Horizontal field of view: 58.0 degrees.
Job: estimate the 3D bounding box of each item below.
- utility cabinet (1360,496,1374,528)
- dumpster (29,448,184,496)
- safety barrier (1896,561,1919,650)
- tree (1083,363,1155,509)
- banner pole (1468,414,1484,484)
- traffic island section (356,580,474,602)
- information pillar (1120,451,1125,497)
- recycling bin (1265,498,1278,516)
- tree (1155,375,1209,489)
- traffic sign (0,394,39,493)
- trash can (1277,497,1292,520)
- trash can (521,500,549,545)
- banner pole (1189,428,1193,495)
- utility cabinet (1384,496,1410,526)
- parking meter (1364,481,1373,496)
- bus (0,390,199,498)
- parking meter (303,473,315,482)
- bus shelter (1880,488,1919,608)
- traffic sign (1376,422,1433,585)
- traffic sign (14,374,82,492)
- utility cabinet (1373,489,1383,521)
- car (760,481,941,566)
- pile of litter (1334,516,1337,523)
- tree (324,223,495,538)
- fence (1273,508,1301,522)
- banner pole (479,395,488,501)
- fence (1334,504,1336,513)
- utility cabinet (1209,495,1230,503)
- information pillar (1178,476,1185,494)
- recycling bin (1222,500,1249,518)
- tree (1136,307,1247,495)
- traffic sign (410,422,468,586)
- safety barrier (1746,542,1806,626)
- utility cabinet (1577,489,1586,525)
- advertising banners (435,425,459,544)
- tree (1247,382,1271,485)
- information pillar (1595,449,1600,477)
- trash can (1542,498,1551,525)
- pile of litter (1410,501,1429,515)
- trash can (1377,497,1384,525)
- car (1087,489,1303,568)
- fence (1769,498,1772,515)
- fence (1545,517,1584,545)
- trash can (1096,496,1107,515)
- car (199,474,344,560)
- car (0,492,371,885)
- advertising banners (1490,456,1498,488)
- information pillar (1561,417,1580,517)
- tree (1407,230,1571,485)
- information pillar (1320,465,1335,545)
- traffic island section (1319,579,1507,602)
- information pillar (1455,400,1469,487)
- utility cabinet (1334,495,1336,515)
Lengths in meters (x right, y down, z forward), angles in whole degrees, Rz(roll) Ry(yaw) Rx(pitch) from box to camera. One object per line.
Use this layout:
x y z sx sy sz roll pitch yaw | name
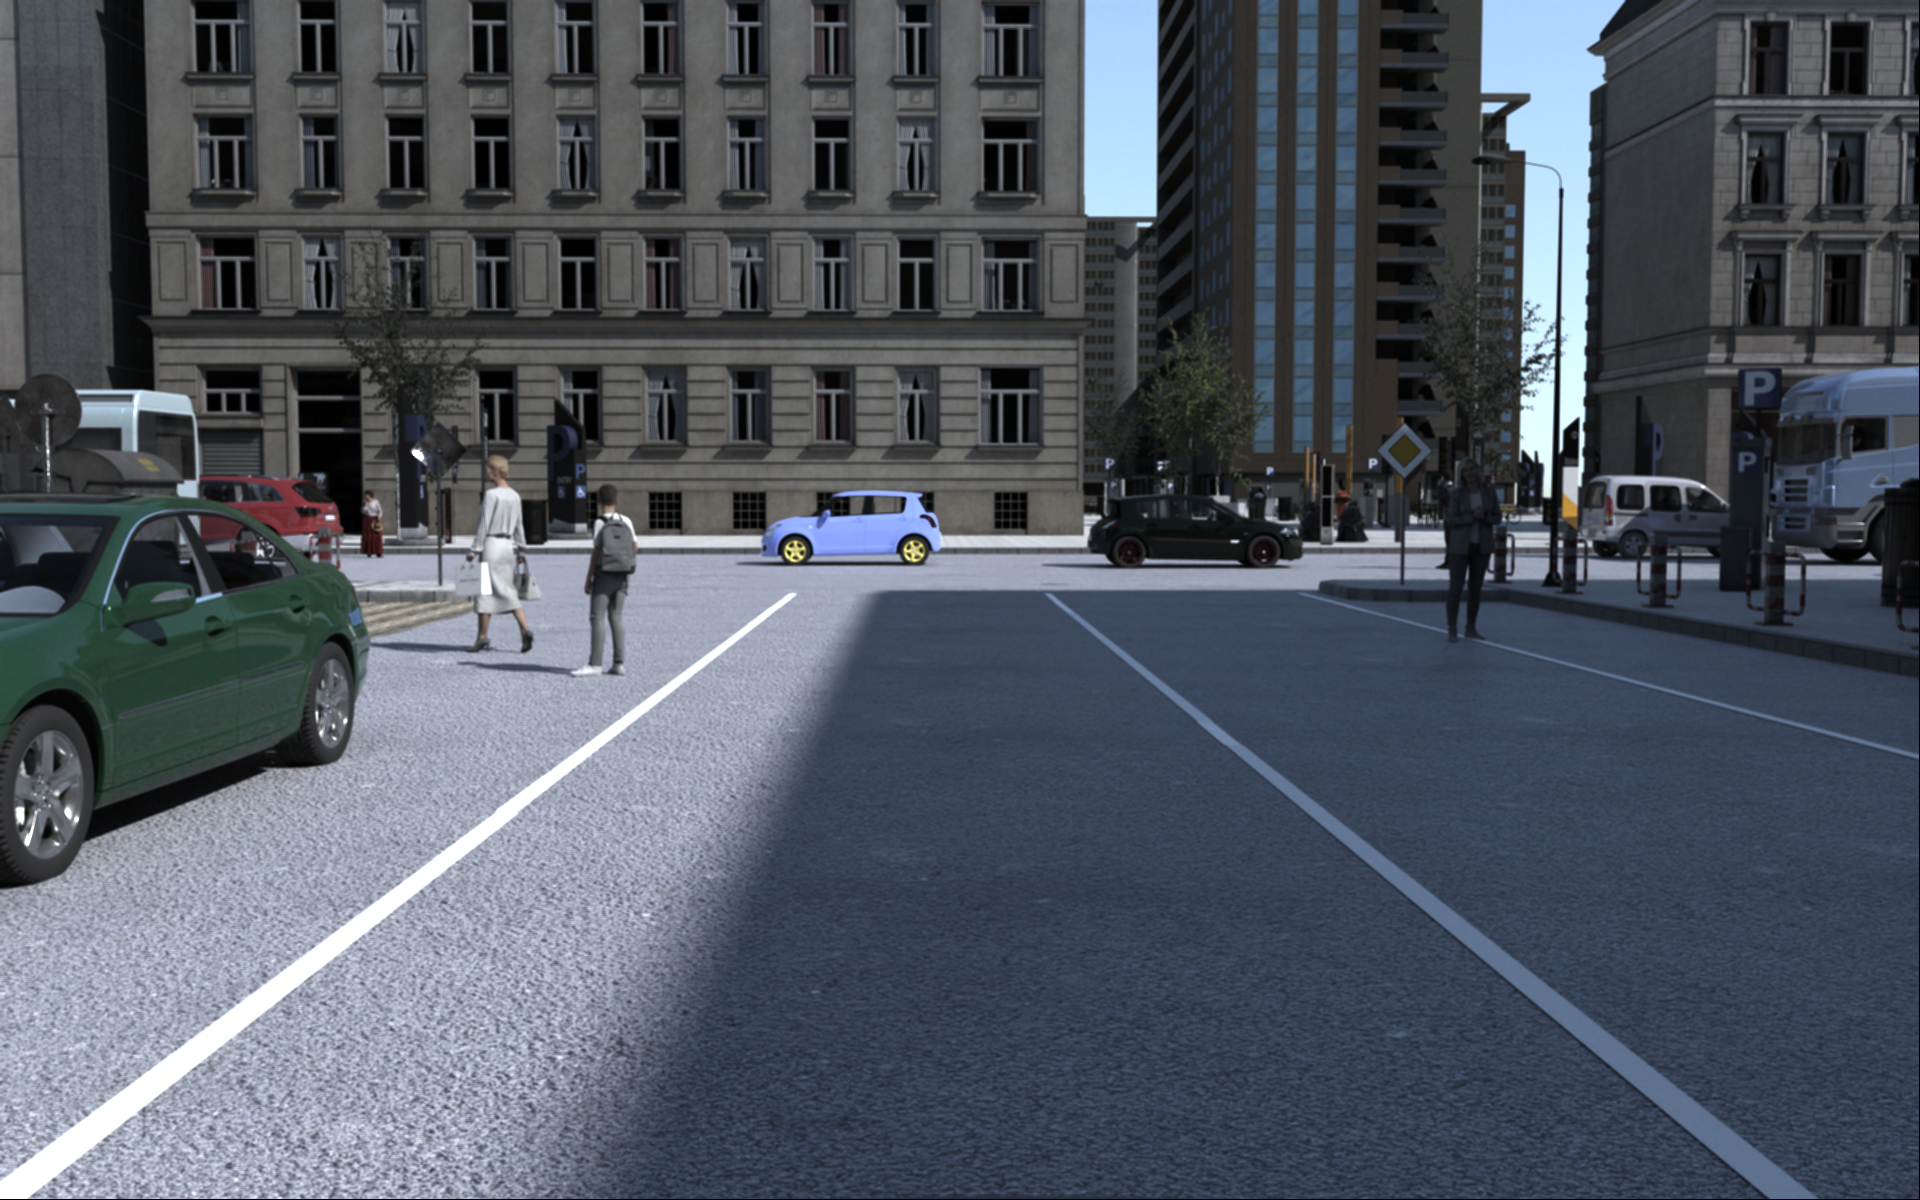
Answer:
15.436 -3.338 65.732 0.306 1.237 1.020 0 4 0 | utility cabinet
-11.232 -1.046 22.863 1.264 1.857 1.865 0 4 -1 | dumpster
8.016 0.003 14.220 0.300 0.817 1.120 0 4 -1 | safety barrier
8.489 -9.048 98.289 4.360 8.622 3.978 0 3 0 | tree
15.793 -3.866 53.230 0.401 3.779 0.863 -2 4 -29 | banner pole
-7.277 -0.117 24.191 2.009 0.180 2.903 0 4 -1 | traffic island section
8.935 -6.358 95.306 0.183 3.616 0.504 -1 4 -16 | information pillar
17.975 -5.352 100.052 0.722 1.027 0.722 1 4 15 | recycling bin
13.364 -9.621 107.657 4.360 8.622 3.978 0 3 0 | tree
-12.384 -1.375 22.490 0.884 2.594 0.081 0 4 4 | traffic sign
15.523 -4.351 82.791 0.748 1.137 0.748 0 3 0 | trash can
-10.790 -1.974 43.936 0.748 1.137 0.748 0 3 0 | trash can
8.710 -4.614 65.458 0.401 3.779 0.863 1 4 12 | banner pole
17.728 -3.617 70.307 1.020 1.237 0.306 1 4 13 | utility cabinet
18.827 -4.535 79.863 0.255 1.863 0.399 -1 4 -22 | parking meter
-20.985 -2.238 31.451 13.247 3.499 2.948 0 3 0 | bus
-18.214 -2.618 48.513 0.255 1.863 0.399 -2 4 -31 | parking meter
10.835 -2.326 15.662 2.179 5.291 8.768 0 4 -1 | bus shelter
6.238 -1.269 24.386 0.795 2.450 0.064 0 4 -1 | traffic sign
-9.673 -1.117 18.373 0.768 2.556 0.104 0 4 7 | traffic sign
19.376 -4.382 80.331 0.318 1.500 1.173 0 4 4 | utility cabinet
-2.226 -1.578 35.394 3.694 1.707 1.945 0 4 -2 | car
16.769 -3.911 77.908 1.176 0.858 1.719 0 4 7 | pile of litter
-15.397 -5.977 48.081 4.360 8.622 3.978 0 3 0 | tree
14.004 -3.493 72.492 2.069 0.683 0.278 3 5 39 | fence
-12.122 -3.315 44.220 0.401 3.779 0.863 0 4 -2 | banner pole
22.066 -5.206 100.492 2.069 0.683 0.278 -3 5 -40 | fence
11.771 -4.118 78.498 1.020 1.237 0.306 -2 4 -32 | utility cabinet
9.276 -4.145 72.259 0.304 2.012 0.304 -1 4 -15 | information pillar
8.077 -2.373 51.345 0.722 1.027 0.722 2 4 31 | recycling bin
8.985 -7.253 68.947 4.737 8.622 4.395 0 3 0 | tree
-7.254 -1.253 24.130 0.795 2.450 0.064 0 4 -1 | traffic sign
7.964 -0.162 16.922 0.300 0.817 1.120 0 4 -1 | safety barrier
25.829 -3.859 71.781 1.173 1.500 0.318 -1 4 -12 | utility cabinet
-13.342 -2.989 45.063 0.090 3.025 2.074 -2 4 -32 | advertising banners
12.248 -8.012 81.367 4.737 8.622 4.395 0 3 0 | tree
32.758 -5.964 88.869 0.183 3.616 0.504 -1 4 -20 | information pillar
24.338 -3.653 71.384 0.748 1.137 0.748 0 3 0 | trash can
28.856 -5.809 108.946 1.176 0.858 1.719 0 4 8 | pile of litter
17.750 -3.711 72.322 0.748 1.137 0.748 0 3 0 | trash can
4.623 -1.489 34.128 4.222 1.686 2.009 0 4 -1 | car
48.041 -5.656 103.681 2.264 1.192 0.480 3 5 40 | fence
15.592 -1.786 44.572 0.278 0.683 2.069 3 5 40 | fence
8.799 -5.850 107.304 0.748 1.137 0.748 0 3 0 | trash can
-15.079 -1.579 34.489 5.304 1.827 2.281 0 4 0 | car
-4.254 0.240 7.873 2.131 1.459 4.920 0 4 1 | car
24.268 -5.144 80.290 0.090 3.025 2.074 -1 4 -18 | advertising banners
18.511 -3.739 52.490 0.504 3.616 0.183 0 4 -5 | information pillar
14.412 -5.988 48.269 4.360 8.622 3.978 0 3 0 | tree
9.271 -2.398 43.698 0.304 2.012 0.304 1 4 20 | information pillar
6.261 -0.133 24.463 2.009 0.180 2.903 0 4 -1 | traffic island section
12.485 -3.167 43.132 0.183 3.616 0.504 -1 4 -16 | information pillar
22.309 -5.680 104.032 1.020 1.237 0.306 3 5 41 | utility cabinet
